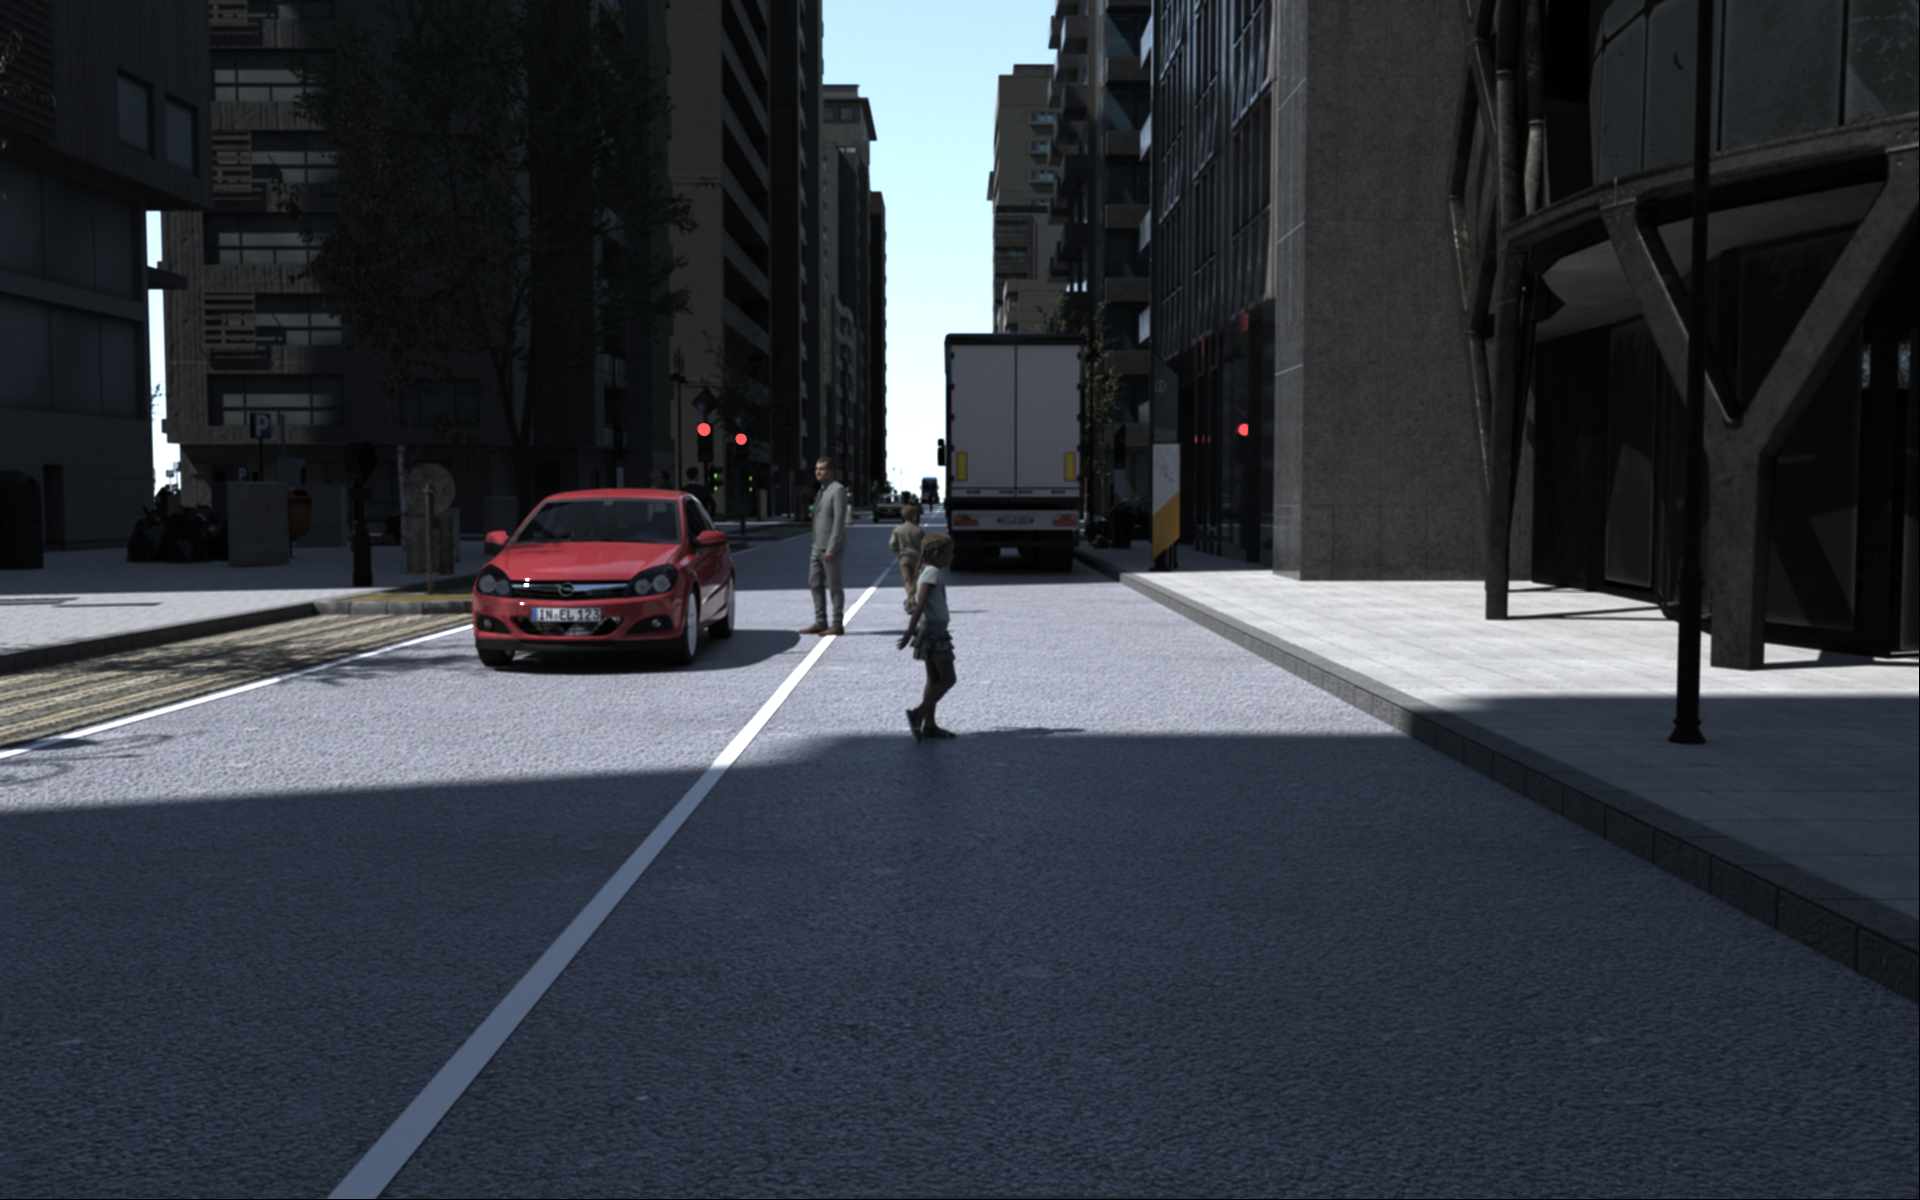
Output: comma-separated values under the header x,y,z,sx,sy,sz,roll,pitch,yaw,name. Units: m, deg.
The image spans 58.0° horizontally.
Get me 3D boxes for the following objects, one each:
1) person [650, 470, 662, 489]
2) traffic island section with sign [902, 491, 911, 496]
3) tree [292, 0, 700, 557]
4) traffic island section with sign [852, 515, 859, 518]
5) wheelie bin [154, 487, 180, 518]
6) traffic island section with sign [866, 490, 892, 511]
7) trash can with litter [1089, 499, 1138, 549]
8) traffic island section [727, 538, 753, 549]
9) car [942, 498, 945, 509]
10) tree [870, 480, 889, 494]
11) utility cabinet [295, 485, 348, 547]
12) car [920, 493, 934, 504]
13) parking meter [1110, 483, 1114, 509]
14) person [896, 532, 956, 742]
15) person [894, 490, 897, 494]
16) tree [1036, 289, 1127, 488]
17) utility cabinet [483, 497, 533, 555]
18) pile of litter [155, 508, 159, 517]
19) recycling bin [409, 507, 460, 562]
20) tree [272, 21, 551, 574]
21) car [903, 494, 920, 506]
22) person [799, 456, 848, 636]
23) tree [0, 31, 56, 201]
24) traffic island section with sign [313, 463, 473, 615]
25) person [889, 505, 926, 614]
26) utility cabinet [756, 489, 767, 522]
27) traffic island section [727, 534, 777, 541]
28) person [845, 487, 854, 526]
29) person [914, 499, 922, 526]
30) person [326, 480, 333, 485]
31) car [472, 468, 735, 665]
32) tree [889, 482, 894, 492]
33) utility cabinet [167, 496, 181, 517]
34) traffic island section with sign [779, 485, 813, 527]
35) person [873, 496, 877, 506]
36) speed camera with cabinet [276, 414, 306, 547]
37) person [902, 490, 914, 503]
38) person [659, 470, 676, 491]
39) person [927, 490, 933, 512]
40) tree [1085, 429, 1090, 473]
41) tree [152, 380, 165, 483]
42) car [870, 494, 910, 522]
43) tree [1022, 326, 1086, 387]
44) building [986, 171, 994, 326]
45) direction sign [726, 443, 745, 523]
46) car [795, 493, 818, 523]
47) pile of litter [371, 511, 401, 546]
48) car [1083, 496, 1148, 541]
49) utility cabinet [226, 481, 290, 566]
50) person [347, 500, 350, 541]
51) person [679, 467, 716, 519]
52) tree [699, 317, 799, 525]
x,y,z,sx,sy,sz,roll,pitch,yaw,name
-5.180,-1.281,29.320,0.818,1.842,0.514,-1,4,-20,person
-7.691,-15.573,263.250,1.989,1.847,2.006,0,4,0,traffic island section with sign
-9.000,-6.680,34.977,9.928,11.665,9.643,0,3,0,tree
-7.008,-5.780,103.125,1.989,1.847,2.006,0,4,0,traffic island section with sign
-34.902,-4.166,76.030,0.693,1.594,0.980,0,4,-7,wheelie bin
-7.213,-8.749,151.673,1.989,1.847,2.006,0,4,0,traffic island section with sign
3.620,-1.801,40.836,1.055,1.170,0.624,-1,4,-22,trash can with litter
-6.759,-1.455,46.063,2.009,0.180,2.903,0,4,0,traffic island section
-0.689,-9.519,165.423,2.009,1.686,4.222,0,3,0,car
-10.100,-13.326,212.476,1.663,3.219,1.824,0,3,0,tree
-15.393,-2.024,41.766,1.173,1.500,0.318,1,4,10,utility cabinet
-4.603,-14.315,243.087,2.155,1.783,4.494,0,4,0,car
7.087,-4.504,79.357,0.399,1.863,0.255,-1,4,-18,parking meter
-0.217,0.205,10.163,0.382,1.210,0.505,-1,4,-11,person
-3.966,-5.933,106.506,0.522,1.701,0.512,-1,4,-19,person
4.138,-6.800,61.545,4.737,8.622,4.395,0,3,0,tree
-9.663,-1.586,37.095,1.020,1.237,0.306,-3,5,-44,utility cabinet
-29.506,-3.054,63.899,1.176,0.858,1.719,1,4,17,pile of litter
-9.892,-1.222,32.530,0.722,1.027,0.722,3,5,40,recycling bin
-8.803,-4.715,27.456,4.360,8.622,3.978,0,3,0,tree
-4.526,-8.895,155.215,2.009,1.686,4.222,0,4,1,car
-1.334,-0.548,17.565,0.391,1.810,0.635,-2,4,-32,person
-9.280,-3.833,13.027,4.360,8.622,3.978,0,3,0,tree
-6.658,-0.779,21.363,1.989,1.847,2.006,0,4,0,traffic island section with sign
-0.619,-0.488,20.747,0.475,1.303,0.640,-1,4,-21,person
-9.006,-4.286,78.752,0.318,1.500,1.173,-1,4,-16,utility cabinet
-6.793,-1.943,54.048,2.009,0.180,2.903,0,4,0,traffic island section
-5.031,-4.214,77.952,0.362,1.759,0.519,-3,5,-44,person
-1.719,-3.505,70.491,0.332,1.250,0.352,1,4,12,person
-18.723,-2.648,51.659,0.638,1.841,0.748,-3,4,-37,person
-3.145,-0.416,15.845,2.155,1.783,4.494,0,4,-1,car
-9.987,-14.198,226.732,1.663,3.219,1.824,0,3,0,tree
-33.519,-3.876,74.535,1.020,1.237,0.306,-1,4,-10,utility cabinet
-6.894,-4.131,76.170,1.989,1.847,2.006,0,4,0,traffic island section with sign
-5.073,-5.610,104.504,0.425,1.301,0.394,-2,4,-33,person
-16.502,-2.940,42.405,0.660,3.252,2.038,-1,4,-10,speed camera with cabinet
-4.338,-8.009,140.271,1.217,1.723,0.721,0,4,-6,person
-5.299,-1.359,30.518,0.447,1.846,0.655,1,4,20,person
-2.463,-8.145,142.189,0.721,1.766,1.217,1,4,17,person
3.840,-5.296,70.298,4.285,4.588,4.351,0,3,0,tree
-33.230,-7.167,67.542,4.737,8.622,4.395,0,3,0,tree
-3.568,-4.798,88.678,2.015,1.641,3.980,0,4,-1,car
3.653,-7.633,75.155,4.360,8.622,3.978,0,3,0,tree
18.781,-41.879,273.961,28.713,52.752,27.495,0,4,0,building
-9.877,-5.167,76.484,0.876,3.537,0.379,-1,4,-21,direction sign
-6.600,-4.367,80.194,1.959,1.807,4.718,0,4,1,car
-14.292,-1.785,43.144,1.176,0.858,1.719,-2,4,-30,pile of litter
5.681,-2.470,50.172,4.222,1.686,2.009,0,4,-1,car
-12.496,-1.358,30.878,0.318,1.500,1.173,1,4,21,utility cabinet
-17.476,-2.326,49.127,0.523,1.515,0.503,-2,4,-24,person
-4.601,-1.378,30.389,0.648,1.900,0.474,-1,4,-14,person
-8.940,-7.433,71.899,4.360,8.622,3.978,0,3,0,tree
